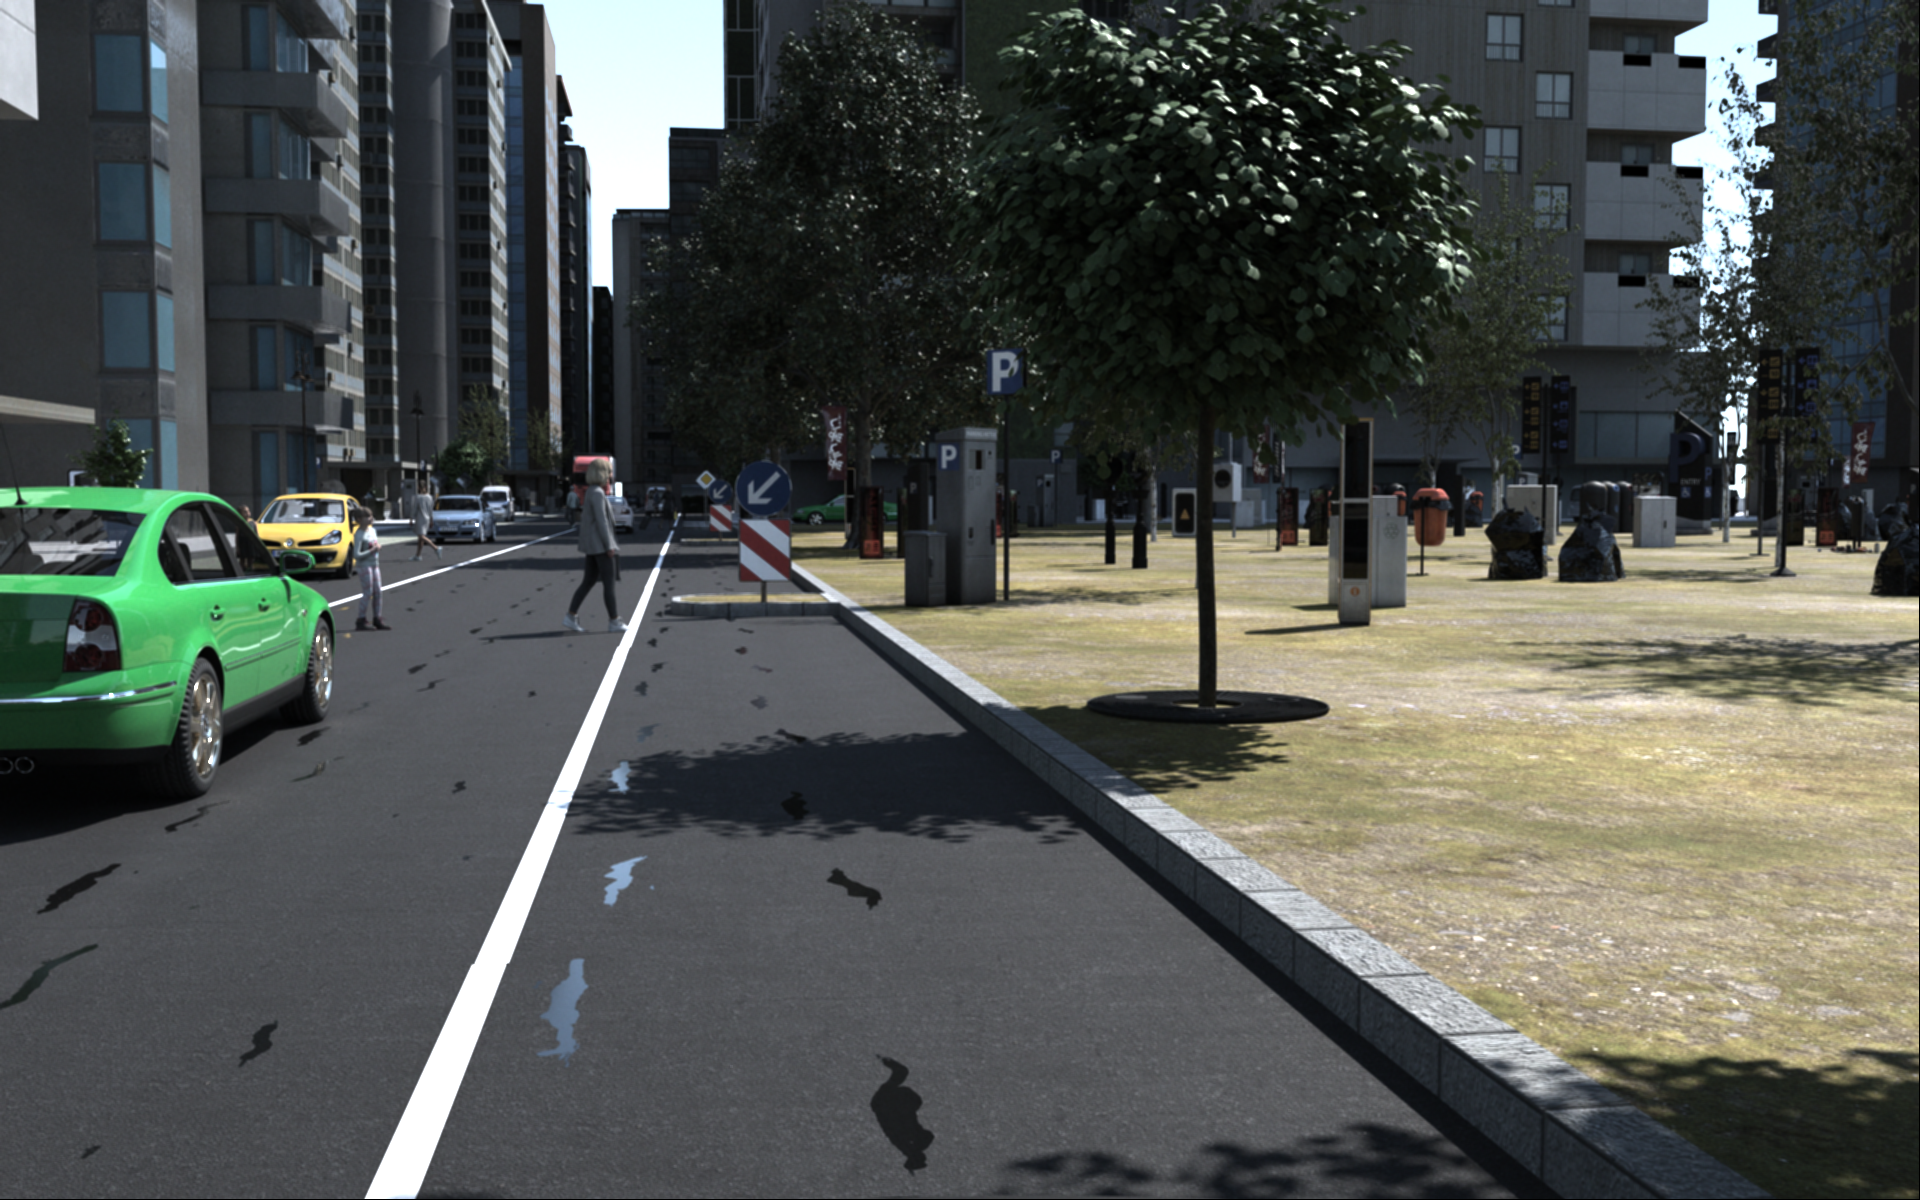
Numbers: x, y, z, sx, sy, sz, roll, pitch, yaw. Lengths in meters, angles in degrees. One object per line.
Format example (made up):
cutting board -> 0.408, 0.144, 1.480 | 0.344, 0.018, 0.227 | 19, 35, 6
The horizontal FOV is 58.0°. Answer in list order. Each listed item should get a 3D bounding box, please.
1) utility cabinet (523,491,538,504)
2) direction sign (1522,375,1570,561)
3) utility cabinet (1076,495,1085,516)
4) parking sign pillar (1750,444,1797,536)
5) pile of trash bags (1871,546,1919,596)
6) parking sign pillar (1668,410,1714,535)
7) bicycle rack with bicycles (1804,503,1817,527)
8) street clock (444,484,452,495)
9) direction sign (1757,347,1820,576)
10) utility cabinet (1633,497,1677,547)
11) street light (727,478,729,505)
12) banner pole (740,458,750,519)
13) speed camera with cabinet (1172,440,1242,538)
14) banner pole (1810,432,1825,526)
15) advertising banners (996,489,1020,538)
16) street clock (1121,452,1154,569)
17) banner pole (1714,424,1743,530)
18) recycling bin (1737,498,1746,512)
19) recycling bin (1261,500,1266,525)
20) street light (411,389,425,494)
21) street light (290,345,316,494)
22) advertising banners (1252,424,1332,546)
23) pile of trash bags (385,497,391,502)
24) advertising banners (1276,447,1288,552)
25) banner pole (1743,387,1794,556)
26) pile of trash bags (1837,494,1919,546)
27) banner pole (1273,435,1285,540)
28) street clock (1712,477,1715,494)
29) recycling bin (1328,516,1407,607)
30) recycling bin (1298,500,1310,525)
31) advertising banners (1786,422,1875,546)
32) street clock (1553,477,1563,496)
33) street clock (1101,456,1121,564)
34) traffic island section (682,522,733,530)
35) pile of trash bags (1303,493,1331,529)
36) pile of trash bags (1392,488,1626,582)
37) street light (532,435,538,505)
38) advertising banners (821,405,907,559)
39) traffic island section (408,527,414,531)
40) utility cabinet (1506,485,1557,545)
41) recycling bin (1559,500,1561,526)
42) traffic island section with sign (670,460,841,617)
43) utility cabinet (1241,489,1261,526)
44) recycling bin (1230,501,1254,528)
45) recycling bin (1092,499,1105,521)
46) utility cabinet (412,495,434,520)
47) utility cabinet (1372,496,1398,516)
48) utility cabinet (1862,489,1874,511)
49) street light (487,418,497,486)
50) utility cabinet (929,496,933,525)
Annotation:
utility cabinet -> -36.547, -8.480, 147.333 | 1.173, 1.500, 0.318 | 1, 4, 11
direction sign -> 11.259, -2.529, 33.346 | 0.876, 3.537, 0.379 | 2, 4, 31
utility cabinet -> 6.909, -5.461, 100.441 | 1.020, 1.237, 0.306 | 2, 4, 32
parking sign pillar -> 25.161, -3.964, 53.283 | 1.447, 3.967, 1.447 | -1, 4, -10
pile of trash bags -> 13.505, -0.732, 21.714 | 3.447, 1.369, 1.912 | 0, 3, 0
parking sign pillar -> 23.081, -4.054, 54.752 | 1.447, 3.967, 1.447 | -2, 4, -33
bicycle rack with bicycles -> 32.955, -3.323, 67.719 | 2.925, 0.926, 2.852 | 0, 4, 0
street clock -> -31.044, -6.149, 105.108 | 0.471, 2.002, 0.358 | 2, 4, 33
direction sign -> 12.913, -2.145, 27.068 | 0.876, 3.537, 0.379 | 3, 4, 38
utility cabinet -> 16.781, -1.875, 41.825 | 1.020, 1.237, 0.306 | -1, 4, -17
street light -> -16.471, -9.169, 122.699 | 0.468, 5.910, 1.993 | -1, 4, -9
banner pole -> -10.188, -5.651, 82.403 | 0.863, 3.779, 0.401 | 3, 5, 44
speed camera with cabinet -> 7.295, -3.482, 51.272 | 2.038, 3.252, 0.660 | 3, 4, 37
banner pole -> 34.409, -4.853, 69.363 | 0.401, 3.779, 0.863 | 0, 4, -3
advertising banners -> 1.086, -3.307, 50.250 | 0.090, 3.025, 2.074 | 3, 4, 39
street clock -> 3.102, -1.545, 29.835 | 0.358, 2.002, 0.471 | -2, 4, -33
banner pole -> 27.043, -4.345, 61.065 | 0.401, 3.779, 0.863 | -1, 4, -21
recycling bin -> 55.005, -6.710, 122.264 | 0.722, 1.027, 0.722 | 1, 4, 11
recycling bin -> 12.138, -3.580, 71.083 | 0.722, 1.027, 0.722 | 1, 4, 19
street light -> -23.942, -6.348, 76.580 | 0.468, 5.910, 1.993 | -1, 4, -9
street light -> -20.352, -4.954, 53.781 | 0.468, 5.910, 1.993 | -1, 4, -9
advertising banners -> 8.221, -2.873, 43.154 | 2.074, 3.025, 0.090 | 1, 4, 20
pile of trash bags -> -37.245, -6.420, 114.716 | 3.447, 1.369, 1.912 | -3, 4, -36
advertising banners -> 7.304, -2.645, 39.440 | 0.090, 3.025, 2.074 | 1, 4, 14
banner pole -> 16.812, -2.801, 35.816 | 0.401, 3.779, 0.863 | -2, 4, -35
pile of trash bags -> 25.140, -2.291, 47.207 | 1.912, 1.369, 3.447 | -1, 4, -10
banner pole -> 9.029, -3.602, 48.912 | 0.401, 3.779, 0.863 | -1, 4, -19
street clock -> 31.011, -4.109, 71.753 | 0.471, 2.002, 0.358 | 2, 4, 25
recycling bin -> 4.685, -0.451, 19.927 | 0.722, 1.027, 0.722 | 0, 4, -4
recycling bin -> 14.194, -3.633, 71.961 | 0.722, 1.027, 0.722 | -1, 4, -19
advertising banners -> 21.309, -2.837, 42.568 | 2.074, 3.025, 0.090 | 3, 5, 41
street clock -> 25.765, -4.288, 74.674 | 0.358, 2.002, 0.471 | -1, 4, -13
street clock -> 2.762, -1.665, 31.789 | 0.471, 2.002, 0.358 | 0, 4, 6
traffic island section -> -10.285, -2.950, 70.517 | 2.009, 0.180, 2.903 | -1, 4, -9
pile of trash bags -> 13.541, -3.292, 63.570 | 1.912, 1.369, 3.447 | 1, 4, 12
pile of trash bags -> 8.569, -1.043, 26.801 | 3.447, 1.369, 1.912 | 3, 5, 41
street light -> -33.187, -9.953, 135.515 | 0.468, 5.910, 1.993 | -1, 4, -9
advertising banners -> -1.726, -2.331, 34.304 | 2.074, 3.025, 0.090 | -1, 4, -16
traffic island section -> -20.700, -2.851, 68.892 | 2.009, 0.180, 2.903 | -1, 4, -9
utility cabinet -> 14.305, -2.122, 43.376 | 1.173, 1.500, 0.318 | 2, 4, 31
recycling bin -> 23.553, -3.468, 69.262 | 0.722, 1.027, 0.722 | 0, 4, -5
traffic island section with sign -> -2.534, -0.766, 21.158 | 1.989, 1.847, 2.006 | -1, 4, -9
utility cabinet -> 11.371, -3.685, 68.926 | 1.173, 1.500, 0.318 | 0, 4, 2
recycling bin -> 10.616, -3.221, 65.218 | 0.722, 1.027, 0.722 | 0, 4, -7
recycling bin -> 6.521, -4.350, 83.684 | 0.722, 1.027, 0.722 | 3, 5, 41
utility cabinet -> -26.729, -4.588, 86.168 | 1.020, 1.237, 0.306 | -1, 4, -13
utility cabinet -> 14.283, -2.906, 58.674 | 1.020, 1.237, 0.306 | 0, 4, -3
utility cabinet -> 40.972, -4.253, 78.223 | 0.318, 1.500, 1.173 | 1, 4, 20
street light -> -28.614, -8.142, 105.912 | 0.468, 5.910, 1.993 | -1, 4, -9
utility cabinet -> -1.594, -3.704, 71.718 | 1.020, 1.237, 0.306 | -3, 5, -42
